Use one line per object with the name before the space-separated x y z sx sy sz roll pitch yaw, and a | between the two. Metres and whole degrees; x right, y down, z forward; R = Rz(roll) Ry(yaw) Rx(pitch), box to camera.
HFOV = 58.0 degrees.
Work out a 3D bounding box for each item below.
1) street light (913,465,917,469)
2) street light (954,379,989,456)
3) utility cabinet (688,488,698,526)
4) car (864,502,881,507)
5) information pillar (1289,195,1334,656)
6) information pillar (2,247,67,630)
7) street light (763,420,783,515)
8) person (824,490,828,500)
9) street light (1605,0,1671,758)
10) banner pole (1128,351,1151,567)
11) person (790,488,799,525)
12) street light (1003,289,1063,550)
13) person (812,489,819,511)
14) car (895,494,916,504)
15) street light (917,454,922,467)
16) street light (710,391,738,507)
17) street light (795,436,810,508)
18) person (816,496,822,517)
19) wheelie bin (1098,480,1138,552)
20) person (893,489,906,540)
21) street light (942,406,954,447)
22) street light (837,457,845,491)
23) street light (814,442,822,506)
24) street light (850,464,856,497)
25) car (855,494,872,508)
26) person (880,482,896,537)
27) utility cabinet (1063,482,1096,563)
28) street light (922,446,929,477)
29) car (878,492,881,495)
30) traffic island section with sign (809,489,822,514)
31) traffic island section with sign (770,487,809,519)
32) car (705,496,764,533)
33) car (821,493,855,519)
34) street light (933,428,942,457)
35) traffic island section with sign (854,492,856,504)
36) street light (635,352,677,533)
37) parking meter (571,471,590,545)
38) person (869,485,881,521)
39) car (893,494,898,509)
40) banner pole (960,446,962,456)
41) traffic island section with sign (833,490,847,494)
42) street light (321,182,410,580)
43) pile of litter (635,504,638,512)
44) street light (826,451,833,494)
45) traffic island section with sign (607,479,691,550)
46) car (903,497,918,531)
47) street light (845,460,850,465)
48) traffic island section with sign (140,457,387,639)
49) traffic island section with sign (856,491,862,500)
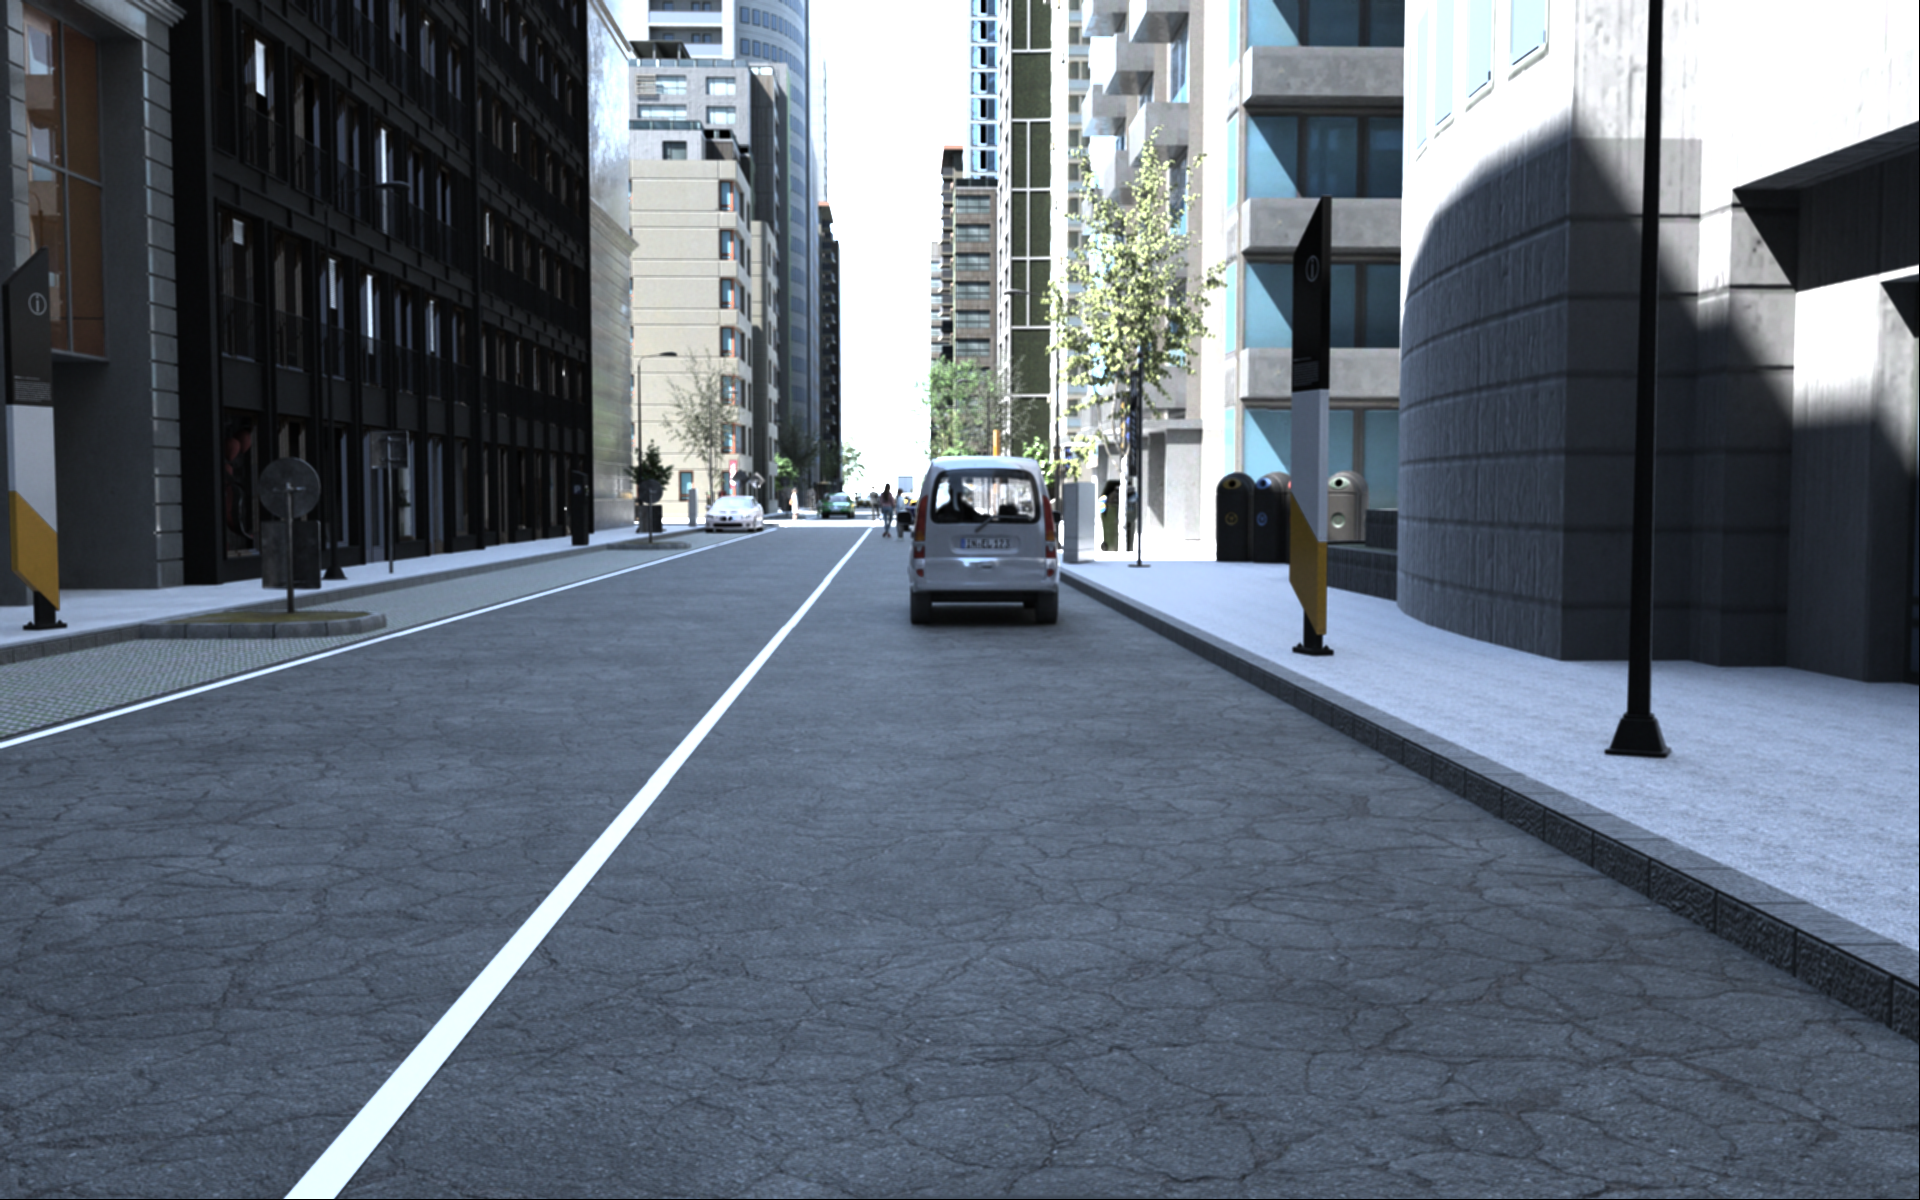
street light | -5.649 -16.977 250.115 1.470 5.913 1.316 0 4 -2
street light | 0.609 -5.975 70.228 1.470 5.913 1.316 0 4 -2
utility cabinet | -10.585 -3.668 68.644 0.318 1.500 1.173 0 4 -5
car | -9.882 -11.224 195.867 2.083 1.381 4.827 0 3 0
information pillar | 2.811 -1.378 13.884 0.183 3.616 0.504 -1 4 -17
information pillar | -8.731 -1.525 16.296 0.183 3.616 0.504 1 4 17
street light | -11.739 -8.307 108.366 1.470 5.913 1.316 0 4 -2
person | -9.499 -7.065 124.587 0.480 1.755 0.524 0 4 6
street light | 2.823 -2.193 8.400 1.470 5.913 1.316 0 4 -2
banner pole | 3.125 -2.490 30.731 0.401 3.779 0.863 -1 4 -11
person | -7.683 -4.353 80.683 0.522 1.701 0.512 -1 4 -22
street light | 1.682 -4.096 39.505 1.470 5.913 1.316 0 4 -2
person | -11.387 -7.766 135.430 0.822 1.834 0.622 -1 4 -13
car | -4.089 -7.642 135.170 2.015 1.641 3.980 0 4 -4
street light | -3.885 -13.862 199.180 1.470 5.913 1.316 0 4 -2
street light | -10.657 -6.440 77.834 1.470 5.913 1.316 0 4 -2
street light | -12.686 -10.175 138.902 1.470 5.913 1.316 0 4 -2
person | -8.663 -5.771 107.112 0.590 1.304 0.306 -2 4 -27
wheelie bin | 3.544 -1.856 38.252 0.980 1.594 0.693 -2 4 -31
person | -1.861 -2.654 53.711 0.330 1.601 0.589 1 4 22
street light | -0.050 -7.286 91.664 1.470 5.913 1.316 0 4 -2
street light | -15.427 -14.901 216.177 1.470 5.913 1.316 0 4 -2
street light | -13.257 -11.120 154.347 1.470 5.913 1.316 0 4 -2
street light | -17.287 -18.069 267.971 1.470 5.913 1.316 0 4 -2
car | -10.140 -10.606 183.636 2.015 1.641 3.980 0 4 -4
person | -2.376 -2.995 57.470 0.555 1.821 0.388 0 4 3
utility cabinet | 2.228 -1.453 32.432 0.318 1.500 1.173 1 4 21
street light | -2.716 -11.933 167.643 1.470 5.913 1.316 0 4 -2
car | -13.854 -18.381 309.206 2.281 1.827 5.304 0 4 -2
traffic island section with sign | -10.916 -7.276 127.583 1.989 1.847 2.006 0 4 -2
traffic island section with sign | -9.973 -5.614 100.412 1.989 1.847 2.006 0 4 -2
car | -8.515 -3.256 65.591 2.083 1.381 4.827 0 4 -1
car | -7.227 -5.751 102.831 1.959 1.807 4.718 0 3 0
street light | -1.219 -9.153 122.192 1.470 5.913 1.316 0 4 -2
traffic island section with sign | -13.583 -11.994 204.731 1.989 1.847 2.006 0 4 -2
street light | -9.958 -5.154 56.809 1.470 5.913 1.316 0 4 -2
parking meter | -9.488 -2.299 43.293 0.399 1.863 0.255 1 4 14
person | -4.565 -5.183 92.611 0.648 1.900 0.474 0 4 -1
car | -5.533 -9.348 162.629 2.009 1.686 4.222 0 4 -1
banner pole | 0.039 -6.126 90.174 0.401 3.779 0.863 0 4 -4
traffic island section with sign | -12.641 -10.330 177.522 1.989 1.847 2.006 0 4 -2
street light | -8.869 -3.263 25.883 1.470 5.913 1.316 0 4 -2
pile of litter | -15.279 -4.200 82.627 1.719 0.858 1.176 -2 4 -25
street light | -14.408 -13.031 185.593 1.470 5.913 1.316 0 4 -2
traffic island section with sign | -8.061 -2.230 45.096 1.989 1.847 2.006 0 4 -2
car | -1.465 -3.421 68.521 1.945 1.354 3.894 0 4 -4
street light | -16.191 -16.202 237.440 1.470 5.913 1.316 0 4 -2
traffic island section with sign | -7.103 -0.571 17.962 1.989 1.847 2.006 0 4 -2
traffic island section with sign | -16.468 -17.060 287.565 1.989 1.847 2.006 0 4 -2
